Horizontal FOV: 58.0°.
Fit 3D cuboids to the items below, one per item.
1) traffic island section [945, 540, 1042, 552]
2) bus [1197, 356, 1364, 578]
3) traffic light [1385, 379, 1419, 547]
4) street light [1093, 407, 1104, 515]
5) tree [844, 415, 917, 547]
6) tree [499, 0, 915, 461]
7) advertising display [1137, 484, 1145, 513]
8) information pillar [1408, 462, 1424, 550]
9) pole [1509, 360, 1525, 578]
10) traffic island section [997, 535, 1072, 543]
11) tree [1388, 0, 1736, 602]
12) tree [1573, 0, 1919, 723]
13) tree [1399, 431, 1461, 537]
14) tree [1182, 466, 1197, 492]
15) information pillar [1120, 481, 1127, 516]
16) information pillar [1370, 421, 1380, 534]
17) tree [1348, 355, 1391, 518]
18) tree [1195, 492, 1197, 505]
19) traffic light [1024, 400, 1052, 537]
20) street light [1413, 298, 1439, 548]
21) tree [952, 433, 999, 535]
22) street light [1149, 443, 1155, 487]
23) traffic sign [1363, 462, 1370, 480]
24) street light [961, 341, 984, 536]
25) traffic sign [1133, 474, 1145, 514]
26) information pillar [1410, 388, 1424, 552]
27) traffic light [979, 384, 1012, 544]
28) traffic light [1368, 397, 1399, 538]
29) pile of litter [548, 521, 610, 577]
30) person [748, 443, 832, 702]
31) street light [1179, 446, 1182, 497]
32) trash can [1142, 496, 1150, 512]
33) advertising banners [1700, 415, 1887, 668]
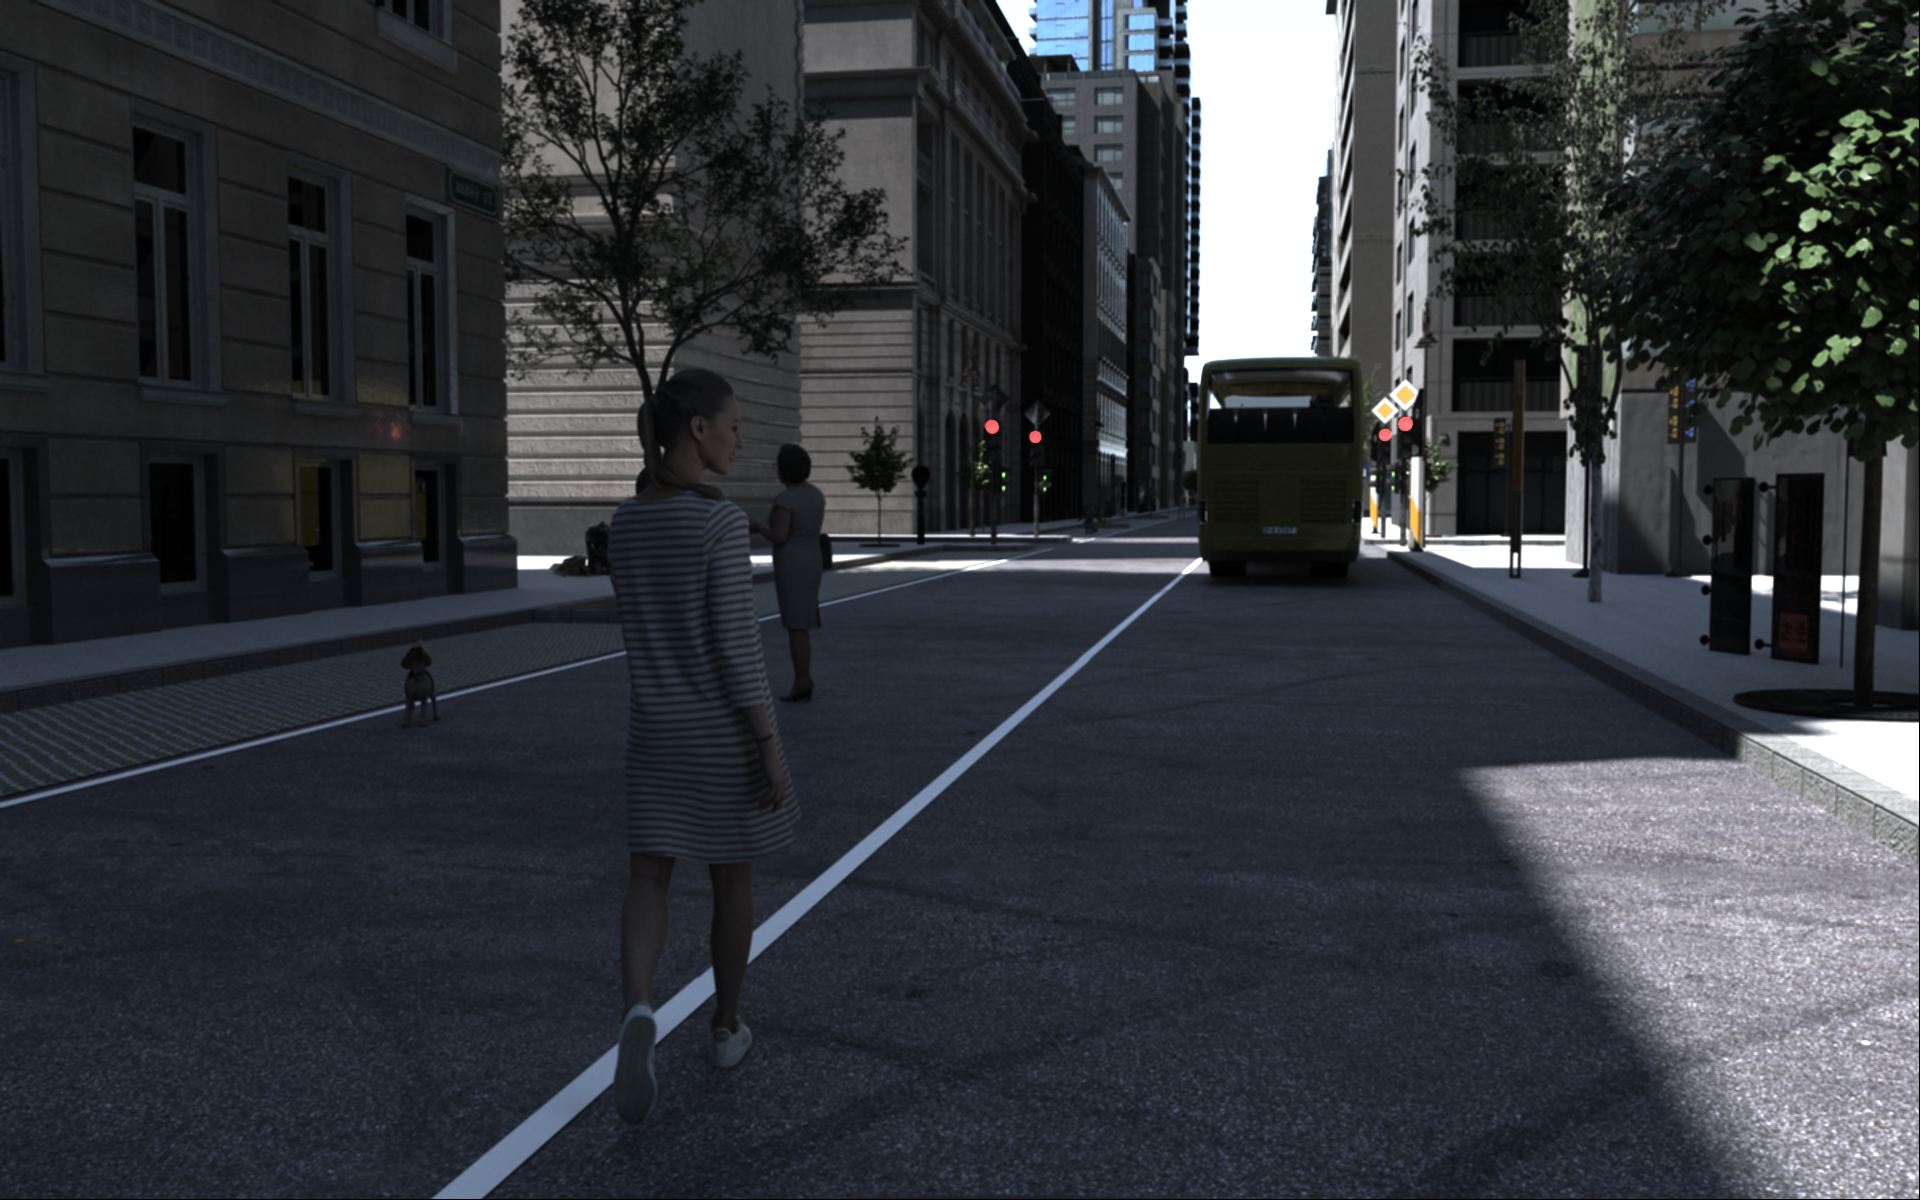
[{"bbox_3d":[0.843,-1.344,44.247,2.009,0.180,2.903,1,4,10],"label":"traffic island section"},{"bbox_3d":[6.010,-2.513,32.629,2.896,3.916,12.252,1,4,10],"label":"bus"},{"bbox_3d":[10.831,-3.265,42.310,0.839,4.253,0.868,1,4,10],"label":"traffic light"},{"bbox_3d":[7.233,-7.191,90.363,0.468,5.910,1.993,1,4,10],"label":"street light"},{"bbox_3d":[-2.023,-2.929,42.497,1.663,3.219,1.824,0,3,0],"label":"tree"},{"bbox_3d":[-4.974,-5.767,28.703,8.767,10.594,7.601,-1,4,-12],"label":"tree"},{"bbox_3d":[12.018,-6.728,115.218,0.123,1.923,0.974,2,4,32],"label":"advertising display"},{"bbox_3d":[10.464,-2.157,39.754,0.304,2.012,0.304,0,4,5],"label":"information pillar"},{"bbox_3d":[8.495,-1.991,26.393,0.158,3.312,0.155,0,3,0],"label":"pole"},{"bbox_3d":[2.280,-1.824,52.103,2.009,0.180,2.903,1,4,10],"label":"traffic island section"},{"bbox_3d":[7.326,-4.284,20.405,4.360,8.622,3.978,0,3,0],"label":"tree"},{"bbox_3d":[5.451,-1.620,10.202,4.285,4.588,4.351,0,3,0],"label":"tree"},{"bbox_3d":[13.913,-3.514,52.059,1.663,3.219,1.824,0,3,0],"label":"tree"},{"bbox_3d":[27.140,-13.337,201.767,4.285,4.588,4.351,0,3,0],"label":"tree"},{"bbox_3d":[9.555,-5.908,101.079,0.304,2.012,0.304,2,4,24],"label":"information pillar"},{"bbox_3d":[13.382,-3.944,55.847,0.183,3.616,0.504,-1,4,-10],"label":"information pillar"},{"bbox_3d":[21.108,-8.579,90.635,4.737,8.622,4.395,0,3,0],"label":"tree"},{"bbox_3d":[28.284,-13.073,208.350,1.663,3.219,1.824,0,3,0],"label":"tree"},{"bbox_3d":[2.317,-3.856,51.961,0.839,4.253,0.868,1,4,10],"label":"traffic light"},{"bbox_3d":[11.026,-4.178,41.102,0.468,5.910,1.993,1,4,10],"label":"street light"},{"bbox_3d":[0.827,-3.696,55.034,1.663,3.219,1.824,0,3,0],"label":"tree"},{"bbox_3d":[14.191,-9.518,128.401,0.468,5.910,1.993,1,4,10],"label":"street light"},{"bbox_3d":[15.433,-4.082,66.838,0.768,2.556,0.104,1,4,13],"label":"traffic sign"},{"bbox_3d":[0.383,-4.879,52.562,0.468,5.910,1.993,1,4,10],"label":"street light"},{"bbox_3d":[11.605,-6.869,112.408,0.768,2.556,0.104,1,4,16],"label":"traffic sign"},{"bbox_3d":[10.187,-2.890,38.612,0.183,3.616,0.504,0,4,-5],"label":"information pillar"},{"bbox_3d":[0.881,-3.375,44.106,0.839,4.253,0.868,1,4,10],"label":"traffic light"},{"bbox_3d":[12.267,-3.746,50.165,0.839,4.253,0.868,1,4,10],"label":"traffic light"},{"bbox_3d":[-6.023,-0.839,27.679,1.176,0.858,1.719,1,4,10],"label":"pile of litter"},{"bbox_3d":[-1.169,-0.196,12.060,0.532,1.782,0.716,2,4,27],"label":"person"},{"bbox_3d":[21.150,-11.830,166.205,0.468,5.910,1.993,1,4,10],"label":"street light"},{"bbox_3d":[13.166,-6.782,122.543,0.748,1.137,0.748,0,3,0],"label":"trash can"},{"bbox_3d":[6.385,-1.041,13.201,0.090,3.025,2.074,-1,4,-13],"label":"advertising banners"}]
